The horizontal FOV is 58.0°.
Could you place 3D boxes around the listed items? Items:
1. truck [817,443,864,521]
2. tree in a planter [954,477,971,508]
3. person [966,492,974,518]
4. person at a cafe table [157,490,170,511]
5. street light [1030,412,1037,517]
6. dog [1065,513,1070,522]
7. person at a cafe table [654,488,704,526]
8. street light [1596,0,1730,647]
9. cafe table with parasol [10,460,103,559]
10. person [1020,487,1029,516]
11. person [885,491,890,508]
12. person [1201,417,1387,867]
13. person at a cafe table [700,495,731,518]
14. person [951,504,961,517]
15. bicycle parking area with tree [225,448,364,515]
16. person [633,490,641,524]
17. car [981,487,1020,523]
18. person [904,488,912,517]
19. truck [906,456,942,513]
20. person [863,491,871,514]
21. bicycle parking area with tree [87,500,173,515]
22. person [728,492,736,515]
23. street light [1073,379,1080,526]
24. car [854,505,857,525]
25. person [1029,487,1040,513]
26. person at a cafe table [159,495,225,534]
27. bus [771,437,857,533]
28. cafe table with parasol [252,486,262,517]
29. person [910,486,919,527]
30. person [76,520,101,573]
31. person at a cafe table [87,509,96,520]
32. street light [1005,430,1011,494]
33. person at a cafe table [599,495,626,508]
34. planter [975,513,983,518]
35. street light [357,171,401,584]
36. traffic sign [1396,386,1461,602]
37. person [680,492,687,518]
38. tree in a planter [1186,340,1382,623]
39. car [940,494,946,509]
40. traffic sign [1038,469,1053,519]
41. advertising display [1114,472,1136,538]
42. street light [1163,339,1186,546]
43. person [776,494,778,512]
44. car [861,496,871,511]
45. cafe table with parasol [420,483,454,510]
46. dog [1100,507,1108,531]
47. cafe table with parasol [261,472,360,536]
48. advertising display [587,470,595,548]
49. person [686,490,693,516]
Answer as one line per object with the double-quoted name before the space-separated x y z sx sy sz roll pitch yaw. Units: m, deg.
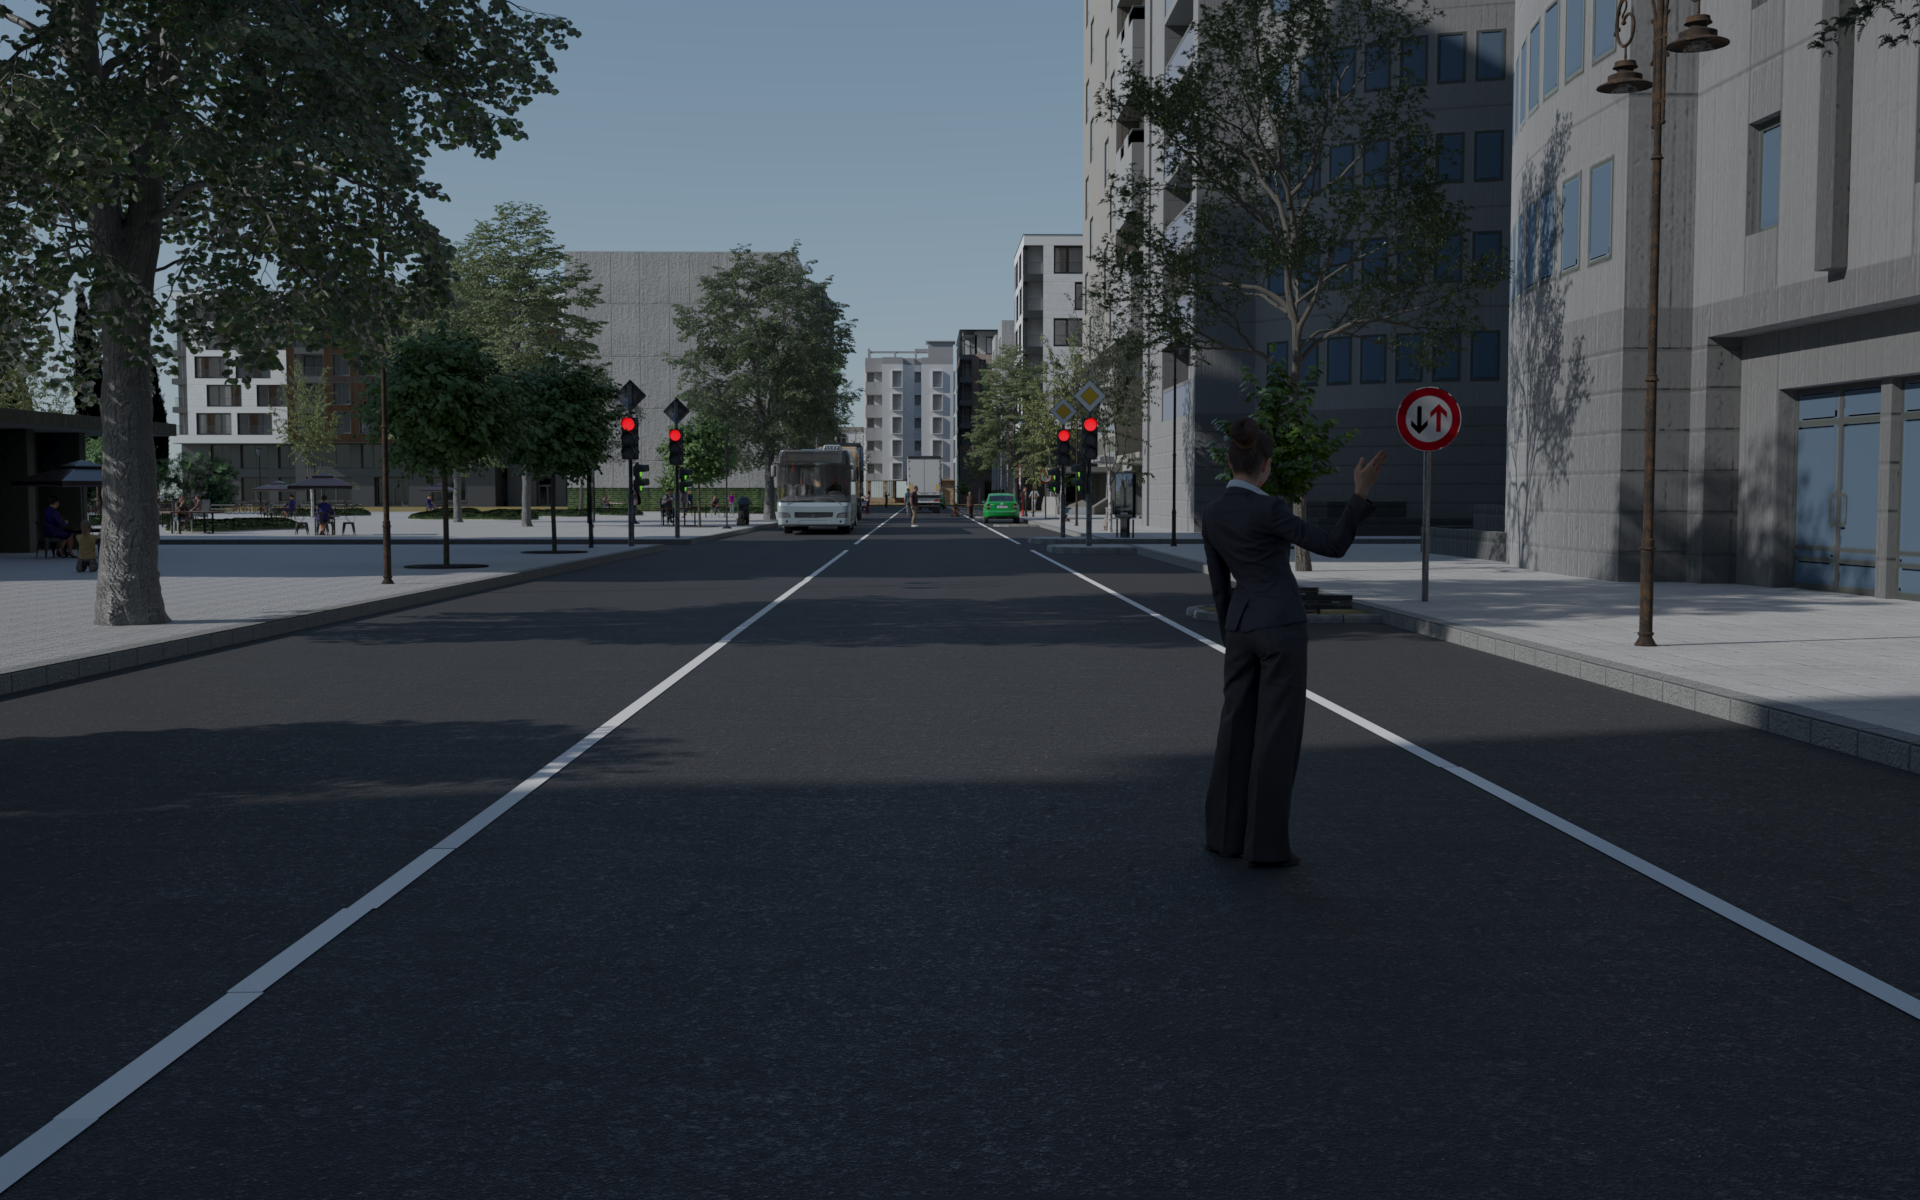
"truck" -6.722 -6.600 96.821 2.839 4.237 11.283 0 4 -2
"tree in a planter" 0.302 -11.151 179.545 1.991 3.239 1.994 0 4 -1
"person" 0.593 -5.668 103.448 0.482 1.546 0.388 0 4 3
"person at a cafe table" -48.862 -5.970 106.130 1.622 1.524 1.698 1 4 22
"street light" 4.137 -7.632 97.578 0.468 5.910 1.993 0 4 -1
"dog" 4.874 -3.831 80.372 0.550 0.427 0.748 2 4 27
"person at a cafe table" -11.540 -3.763 70.035 1.698 1.524 1.622 -3 5 -43
"street light" 5.790 -2.548 14.450 0.468 5.910 1.993 0 4 -1
"cafe table with parasol" -17.669 -1.837 34.904 2.610 1.966 2.610 0 4 -1
"person" 3.822 -5.851 102.622 0.541 1.710 0.530 0 4 -3
"person" -7.581 -10.512 181.178 0.742 1.727 0.445 2 4 29
"person" 1.283 0.159 6.705 0.742 1.727 0.445 1 4 22
"person at a cafe table" -13.473 -5.170 95.389 1.698 1.238 1.726 0 4 -8
"person" -0.187 -5.701 109.993 0.859 0.850 0.655 -3 5 -43
"bicycle parking area with tree" -42.826 -7.562 110.639 9.016 4.147 8.231 2 4 31
"person" -13.889 -4.107 74.010 0.431 1.722 0.655 1 4 18
"car" 2.040 -4.720 85.973 1.959 1.807 4.718 0 4 0
"person" -3.195 -6.073 107.917 0.598 1.807 0.434 -1 4 -10
"truck" -2.727 -8.765 132.228 2.839 4.237 11.283 0 4 -1
"person" -6.611 -6.875 122.371 0.517 1.644 0.566 -3 5 -42
"bicycle parking area with tree" -49.630 -6.967 100.907 8.231 4.147 9.016 1 4 16
"person" -13.834 -5.851 104.942 0.726 1.434 0.776 -1 4 -9
"street light" 4.699 -5.921 69.595 0.468 5.910 1.993 0 4 -1
"car" -5.593 -4.004 78.042 1.945 1.354 3.894 0 4 1
"person" 5.014 -6.873 118.571 0.875 1.805 0.789 2 4 32
"person at a cafe table" -25.054 -2.774 56.213 1.698 1.238 1.726 -3 5 -43
"bus" -5.322 -4.342 65.850 2.948 3.499 13.247 0 4 -2
"cafe table with parasol" -34.577 -5.078 87.894 2.610 1.966 2.610 -2 4 -30
"person" -1.966 -4.119 75.977 0.434 1.807 0.598 2 4 35
"person" -14.377 -0.894 28.579 0.347 0.859 0.695 -1 4 -15
"person at a cafe table" -32.345 -3.150 62.365 1.698 1.238 1.726 3 5 43
"street light" 3.516 -9.344 125.561 0.468 5.910 1.993 0 4 -1
"person at a cafe table" -22.729 -6.277 113.483 1.726 1.238 1.698 0 4 -4
"planter" 1.913 -5.058 103.840 1.991 0.319 1.994 0 4 -1
"street light" -8.163 -3.165 24.531 0.468 5.910 1.993 0 4 -1
"traffic sign" 5.552 -1.254 20.605 0.768 2.556 0.104 0 4 1
"person" -14.942 -5.300 93.617 0.530 1.710 0.541 2 4 35
"tree in a planter" 3.692 -1.402 20.139 1.991 3.239 1.994 0 4 -1
"car" -2.323 -9.879 170.311 1.959 1.807 4.718 0 3 0
"traffic sign" 4.340 -5.355 87.660 0.768 2.556 0.104 0 4 3
"advertising display" 4.846 -2.790 50.829 0.123 1.923 0.974 -2 4 -28
"street light" 5.260 -4.260 42.434 0.468 5.910 1.993 0 4 -1
"person" -13.002 -7.108 124.634 0.453 1.535 0.546 0 4 7
"car" -7.714 -7.211 130.474 1.945 1.354 3.894 0 4 -3
"cafe table with parasol" -33.204 -6.464 110.552 2.610 1.966 2.610 -2 4 -31
"dog" 5.104 -2.850 60.972 0.513 0.831 0.800 3 5 44
"cafe table with parasol" -19.770 -2.998 53.876 2.610 1.966 2.610 3 5 44
"advertising display" -8.835 -2.218 41.477 0.123 1.923 0.974 0 4 -8
"person" -16.089 -5.765 102.850 0.613 1.512 0.480 1 4 20
